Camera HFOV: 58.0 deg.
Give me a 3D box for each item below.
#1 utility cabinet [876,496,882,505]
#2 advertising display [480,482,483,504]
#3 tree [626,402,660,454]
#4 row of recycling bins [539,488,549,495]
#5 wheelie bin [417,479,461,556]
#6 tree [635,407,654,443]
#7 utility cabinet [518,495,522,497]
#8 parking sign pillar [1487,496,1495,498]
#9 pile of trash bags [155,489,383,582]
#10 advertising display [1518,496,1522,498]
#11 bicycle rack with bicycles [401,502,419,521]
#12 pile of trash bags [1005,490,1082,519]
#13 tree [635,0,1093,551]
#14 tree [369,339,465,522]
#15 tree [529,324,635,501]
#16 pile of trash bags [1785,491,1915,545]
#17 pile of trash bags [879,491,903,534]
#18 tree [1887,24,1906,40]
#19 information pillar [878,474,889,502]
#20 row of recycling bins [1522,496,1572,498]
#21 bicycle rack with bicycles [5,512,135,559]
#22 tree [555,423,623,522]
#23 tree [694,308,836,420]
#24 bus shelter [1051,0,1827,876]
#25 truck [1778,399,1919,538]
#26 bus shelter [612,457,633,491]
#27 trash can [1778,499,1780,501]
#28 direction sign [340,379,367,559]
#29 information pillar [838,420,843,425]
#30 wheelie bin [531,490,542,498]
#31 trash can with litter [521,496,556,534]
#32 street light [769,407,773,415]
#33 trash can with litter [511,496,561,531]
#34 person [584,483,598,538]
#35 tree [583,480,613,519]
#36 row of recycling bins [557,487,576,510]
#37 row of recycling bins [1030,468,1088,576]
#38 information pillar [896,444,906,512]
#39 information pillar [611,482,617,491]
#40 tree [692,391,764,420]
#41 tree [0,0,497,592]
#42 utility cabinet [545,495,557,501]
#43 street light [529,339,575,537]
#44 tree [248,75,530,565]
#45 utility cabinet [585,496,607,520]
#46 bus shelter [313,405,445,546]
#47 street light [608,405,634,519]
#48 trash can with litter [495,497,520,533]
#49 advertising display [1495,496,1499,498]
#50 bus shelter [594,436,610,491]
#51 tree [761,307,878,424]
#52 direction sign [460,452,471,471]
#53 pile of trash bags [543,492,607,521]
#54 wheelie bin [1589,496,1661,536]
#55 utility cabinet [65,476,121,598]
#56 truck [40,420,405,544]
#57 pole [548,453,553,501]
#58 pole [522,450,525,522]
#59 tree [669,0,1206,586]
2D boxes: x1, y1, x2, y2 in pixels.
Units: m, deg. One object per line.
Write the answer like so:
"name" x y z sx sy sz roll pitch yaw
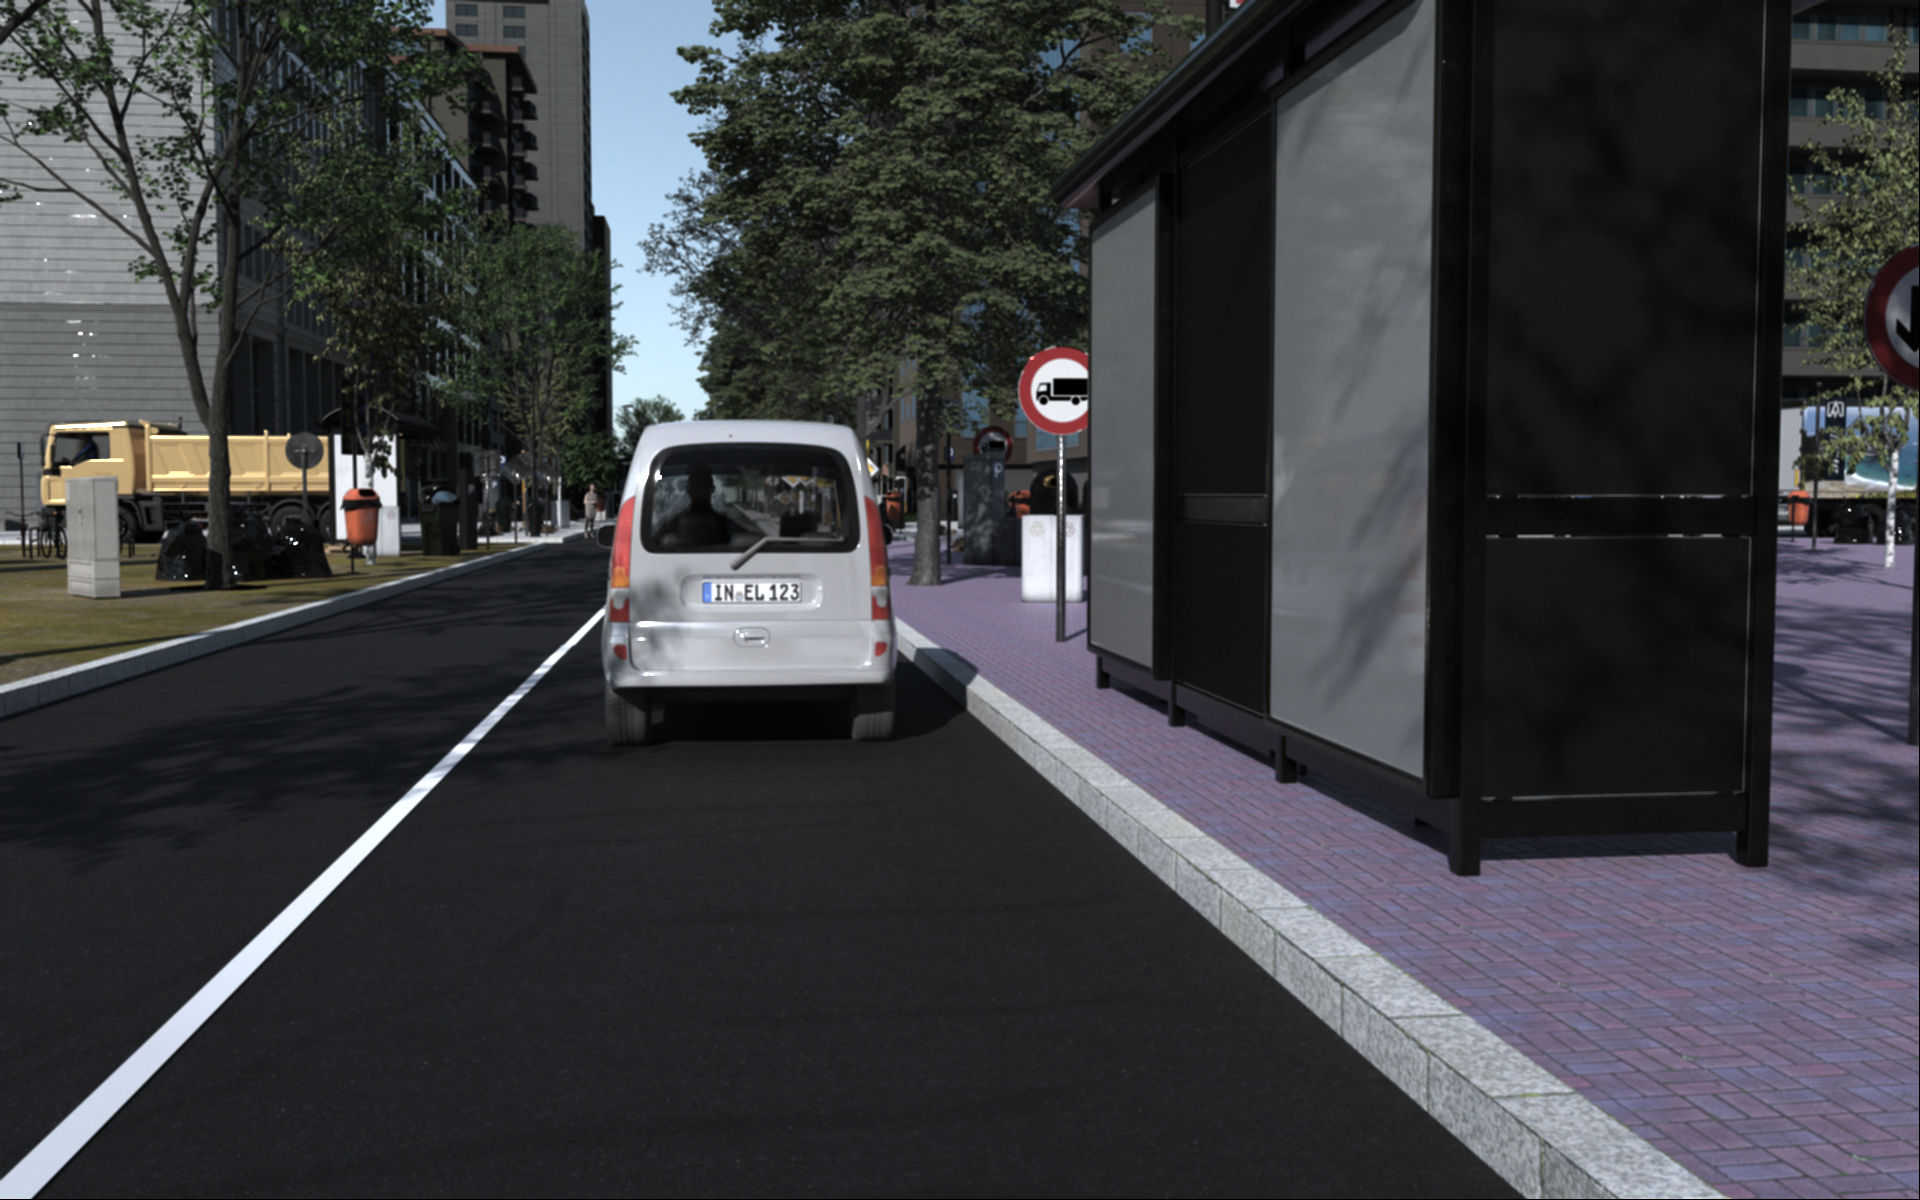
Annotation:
"utility cabinet" -3.268 -3.077 61.476 1.020 1.237 0.306 0 4 1
"advertising display" -26.096 -5.504 95.205 0.123 1.923 0.974 1 4 14
"tree" -24.827 -11.465 137.807 4.360 8.622 3.978 0 3 0
"row of recycling bins" -28.700 -6.892 119.794 1.069 1.692 3.534 -1 4 -10
"wheelie bin" -10.793 -1.712 35.907 0.980 1.594 0.693 2 4 28
"tree" -27.244 -11.921 145.268 4.737 8.622 4.395 0 3 0
"utility cabinet" -29.943 -6.568 118.548 0.306 1.237 1.020 0 4 6
"parking sign pillar" 36.090 -7.946 118.384 1.447 3.967 1.447 -1 4 -8
"pile of trash bags" -10.453 -1.040 26.758 1.912 1.369 3.447 2 4 34
"advertising display" 24.764 -4.420 77.484 0.123 1.923 0.974 -2 4 -25
"bicycle rack with bicycles" -25.334 -4.242 82.743 2.925 0.926 2.852 -3 5 -41
"pile of trash bags" 2.974 -2.882 56.875 3.447 1.369 1.912 3 5 41
"tree" -2.124 -7.872 39.085 12.009 13.543 11.850 0 3 0
"tree" -24.813 -7.840 78.549 4.360 8.622 3.978 0 3 0
"tree" -17.024 -7.484 72.732 4.737 8.622 4.395 0 3 0
"pile of trash bags" 23.227 -2.165 45.145 1.912 1.369 3.447 -3 4 -37
"pile of trash bags" -2.849 -2.899 57.148 1.912 1.369 3.447 -2 4 -31
"tree" 12.416 -4.340 21.318 4.737 8.622 4.395 0 3 0
"information pillar" -2.856 -3.670 64.490 0.304 2.012 0.304 -2 4 -25
"row of recycling bins" 27.078 -4.426 79.482 3.534 1.692 1.069 -2 4 -26
"bicycle rack with bicycles" -17.919 -1.327 35.086 2.852 0.926 2.925 -1 4 -22
"tree" -16.973 -5.864 79.592 4.285 4.588 4.351 0 3 0
"tree" -12.216 -12.373 108.955 9.857 13.997 8.962 0 3 0
"bus shelter" 1.883 -1.978 9.980 2.179 5.291 8.768 0 4 -8
"truck" 30.257 -3.921 53.017 11.283 4.237 2.839 0 4 -7
"bus shelter" -21.025 -7.254 109.887 1.731 3.624 6.357 0 4 -8
"trash can" 22.298 -2.223 47.999 0.748 1.137 0.748 0 3 0
"direction sign" -12.060 -2.601 34.519 0.379 3.537 0.876 1 4 13
"information pillar" -3.582 -3.792 53.357 0.504 3.616 0.183 0 4 1
"wheelie bin" -27.792 -6.472 113.732 0.980 1.594 0.693 3 4 36
"trash can with litter" -13.612 -2.755 56.436 1.055 1.170 0.624 2 4 29
"street light" -10.201 -7.150 89.441 1.470 5.913 1.316 0 4 -8
"trash can with litter" -14.913 -3.018 60.394 2.233 1.210 1.678 0 4 -7
"person" -12.003 -2.909 56.401 0.374 1.781 0.599 3 5 44
"tree" -18.407 -5.690 87.635 1.663 3.219 1.824 0 3 0
"row of recycling bins" -24.105 -6.136 107.439 1.069 1.692 3.534 -2 4 -30
"row of recycling bins" 2.655 -1.221 27.071 3.534 1.692 1.069 2 4 33
"information pillar" -2.773 -5.510 81.441 0.504 3.616 0.183 -1 4 -22
"information pillar" -21.046 -6.157 105.166 0.304 2.012 0.304 1 4 15
"tree" -34.799 -25.124 266.667 12.611 20.169 13.585 0 3 0
"tree" -9.991 -5.932 22.750 9.928 11.665 9.643 0 3 0
"utility cabinet" -26.510 -6.196 112.473 0.306 1.237 1.020 2 4 35
"street light" -12.239 -4.859 51.991 1.470 5.913 1.316 0 4 -8
"tree" -10.514 -4.955 31.371 4.737 8.622 4.395 0 3 0
"utility cabinet" -18.038 -4.568 85.850 1.020 1.237 0.306 0 4 1
"bus shelter" -13.790 -2.912 41.529 2.014 3.302 5.546 0 4 -8
"street light" -17.672 -7.197 90.219 1.470 5.913 1.316 0 4 -8
"trash can with litter" -15.156 -2.813 57.383 0.624 1.170 1.055 0 4 7
"advertising display" 30.123 -5.548 95.919 0.974 1.923 0.123 2 4 28
"bus shelter" -24.462 -8.676 119.490 2.179 5.291 8.768 0 4 -8
"tree" -5.034 -6.713 60.125 4.360 8.622 3.978 0 3 0
"direction sign" -26.819 -6.240 94.025 0.379 3.537 0.876 1 4 19
"pile of trash bags" -18.687 -4.488 83.130 3.447 1.369 1.912 -1 4 -8
"wheelie bin" 8.235 -0.833 21.536 0.693 1.594 0.980 -2 4 -25
"utility cabinet" -10.794 -0.786 21.524 0.318 1.500 1.173 -3 5 -41
"truck" -20.263 -3.114 46.843 9.791 3.379 3.469 0 4 -8
"pole" -20.439 -5.667 86.506 0.158 3.312 0.155 0 3 0
"pole" -20.238 -5.294 80.403 0.158 3.312 0.155 0 3 0
"tree" -0.385 -6.503 24.451 7.486 12.596 7.792 0 3 0
